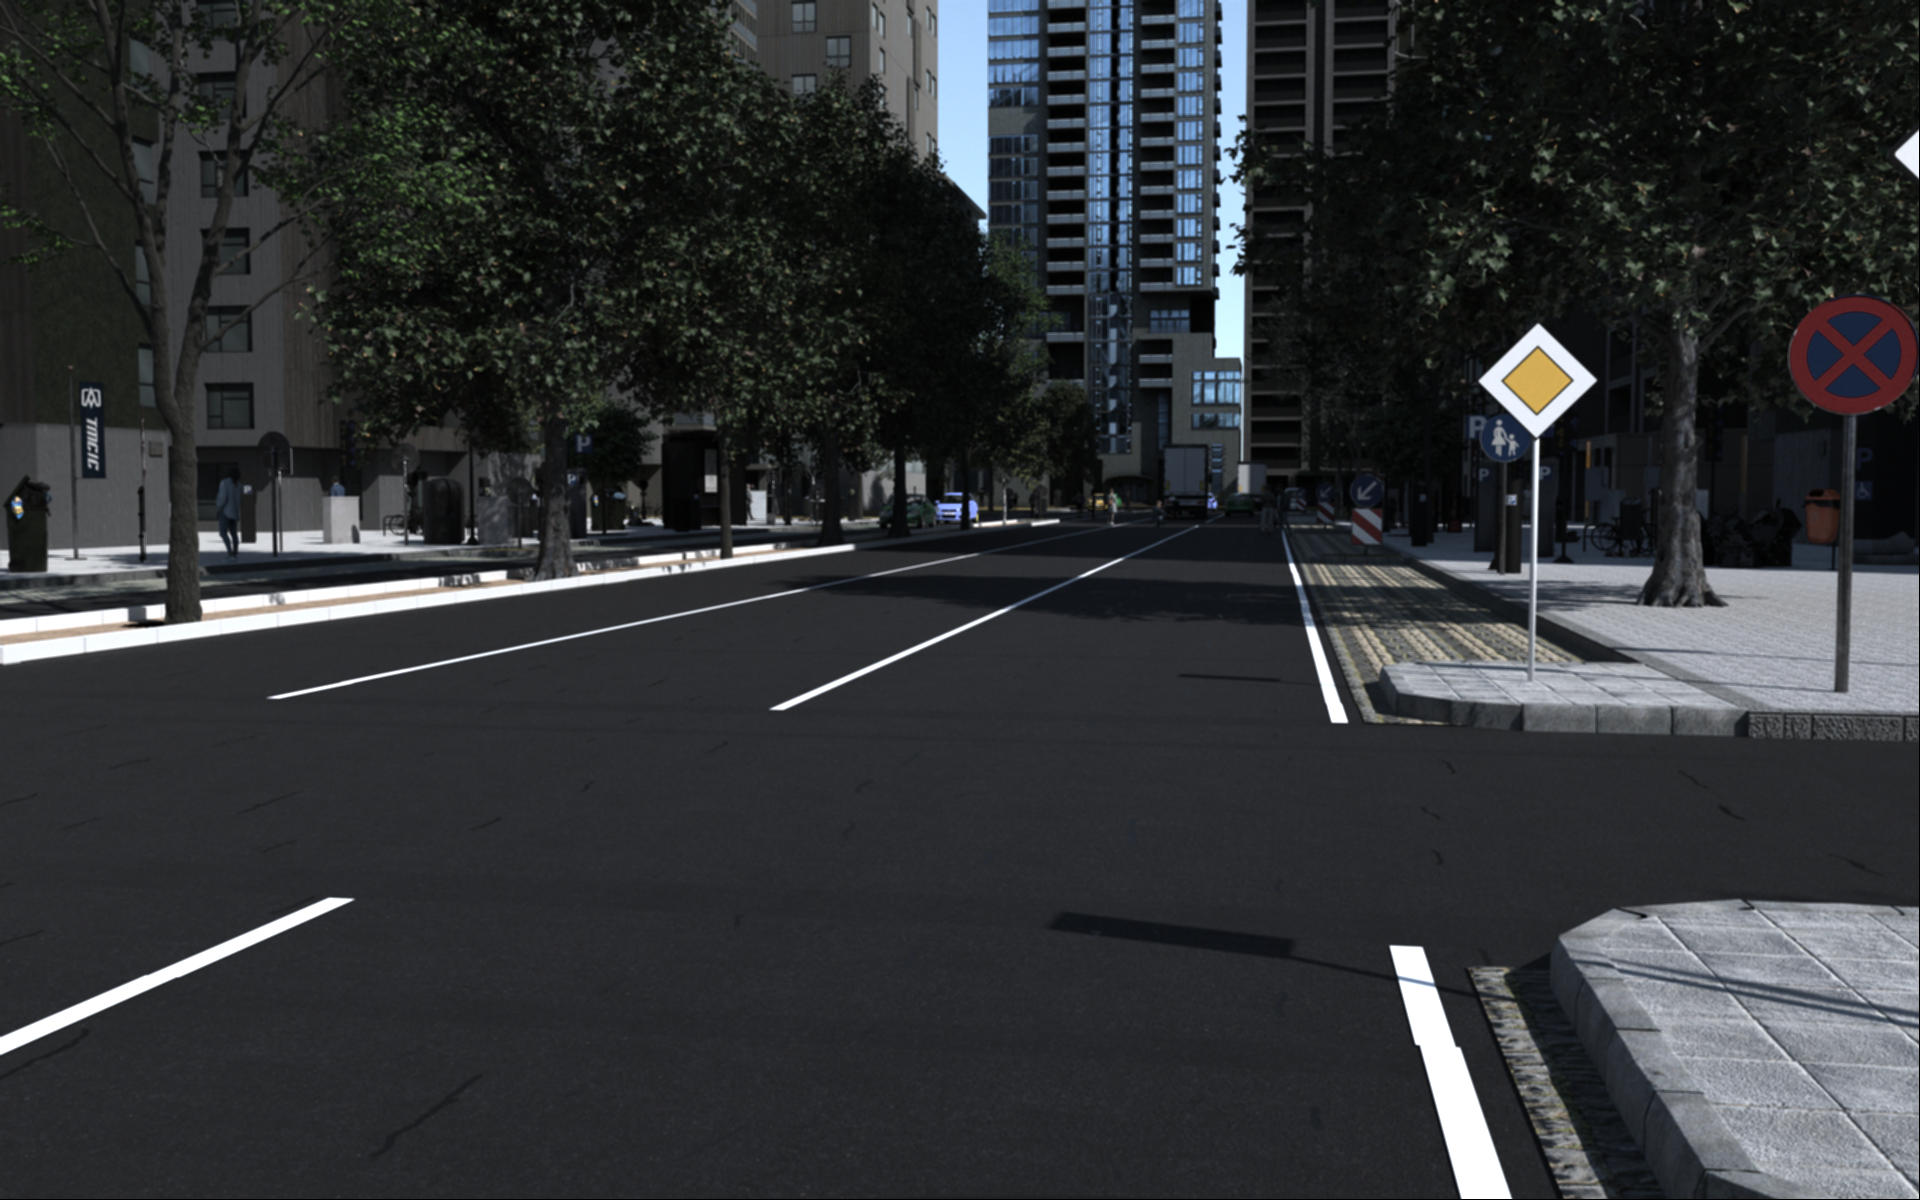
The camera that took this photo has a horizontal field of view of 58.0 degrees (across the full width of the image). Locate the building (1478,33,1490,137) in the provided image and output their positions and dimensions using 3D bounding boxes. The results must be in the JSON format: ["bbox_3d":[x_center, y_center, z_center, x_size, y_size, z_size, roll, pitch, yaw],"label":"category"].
[{"bbox_3d":[46.650,-29.971,140.136,14.600,45.320,14.200,1,4,10],"label":"building"}]

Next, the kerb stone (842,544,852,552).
[{"bbox_3d":[-2.934,-1.288,43.279,0.120,0.150,1.000,1,4,10],"label":"kerb stone"}]

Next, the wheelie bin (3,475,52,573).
[{"bbox_3d":[-15.318,-1.259,28.492,0.693,1.594,0.980,-2,4,-25],"label":"wheelie bin"}]

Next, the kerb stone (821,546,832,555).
[{"bbox_3d":[-3.294,-1.166,41.266,0.120,0.150,1.000,1,4,10],"label":"kerb stone"}]

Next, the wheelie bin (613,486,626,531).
[{"bbox_3d":[-12.200,-3.249,61.025,0.980,1.594,0.693,1,4,20],"label":"wheelie bin"}]

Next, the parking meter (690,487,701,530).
[{"bbox_3d":[-9.349,-3.233,61.268,0.372,1.533,0.369,0,3,0],"label":"parking meter"}]

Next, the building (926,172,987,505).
[{"bbox_3d":[-10.892,-31.097,200.315,23.993,40.220,32.217,1,4,10],"label":"building"}]

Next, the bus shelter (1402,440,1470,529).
[{"bbox_3d":[16.370,-4.054,60.213,2.014,3.302,5.546,1,4,10],"label":"bus shelter"}]

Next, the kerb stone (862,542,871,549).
[{"bbox_3d":[-2.570,-1.413,45.292,0.120,0.150,1.000,1,4,10],"label":"kerb stone"}]

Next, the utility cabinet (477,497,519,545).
[{"bbox_3d":[-11.745,-2.014,44.085,1.020,1.237,0.306,0,4,-7],"label":"utility cabinet"}]

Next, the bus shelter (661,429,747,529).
[{"bbox_3d":[-9.541,-4.574,66.075,1.731,3.624,6.357,1,4,10],"label":"bus shelter"}]

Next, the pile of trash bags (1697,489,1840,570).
[{"bbox_3d":[14.046,-1.266,30.450,1.912,1.369,3.447,-1,4,-20],"label":"pile of trash bags"}]

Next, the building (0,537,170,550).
[{"bbox_3d":[-28.180,-16.262,37.587,14.160,30.474,14.107,1,4,10],"label":"building"}]

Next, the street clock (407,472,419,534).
[{"bbox_3d":[-17.639,-3.133,55.801,0.358,2.002,0.471,1,4,10],"label":"street clock"}]

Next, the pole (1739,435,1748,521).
[{"bbox_3d":[27.080,-4.038,59.870,0.158,3.312,0.155,0,3,0],"label":"pole"}]

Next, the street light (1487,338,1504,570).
[{"bbox_3d":[8.541,-3.462,29.142,1.470,5.913,1.316,1,4,10],"label":"street light"}]

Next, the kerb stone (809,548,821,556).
[{"bbox_3d":[-3.473,-1.104,40.253,0.120,0.150,1.000,1,4,10],"label":"kerb stone"}]

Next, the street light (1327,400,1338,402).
[{"bbox_3d":[18.716,-6.904,85.429,1.470,5.913,1.316,1,4,10],"label":"street light"}]

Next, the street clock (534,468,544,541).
[{"bbox_3d":[-11.468,-2.621,47.424,0.358,2.002,0.471,0,4,-2],"label":"street clock"}]

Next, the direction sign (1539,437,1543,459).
[{"bbox_3d":[13.205,-2.863,38.809,0.379,3.537,0.876,-3,5,-39],"label":"direction sign"}]

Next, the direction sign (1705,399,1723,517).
[{"bbox_3d":[17.934,-3.012,41.245,0.876,3.537,0.379,-3,5,-43],"label":"direction sign"}]

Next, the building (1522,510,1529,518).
[{"bbox_3d":[40.775,-28.680,92.625,21.300,48.544,21.600,1,4,10],"label":"building"}]

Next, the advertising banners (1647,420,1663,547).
[{"bbox_3d":[16.838,-2.796,41.898,0.090,3.025,2.074,1,4,15],"label":"advertising banners"}]

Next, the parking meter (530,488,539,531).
[{"bbox_3d":[-14.815,-3.179,60.395,0.372,1.533,0.369,0,3,0],"label":"parking meter"}]

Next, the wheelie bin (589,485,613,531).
[{"bbox_3d":[-12.444,-3.173,59.785,0.693,1.594,0.980,-1,4,-13],"label":"wheelie bin"}]

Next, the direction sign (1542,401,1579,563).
[{"bbox_3d":[11.267,-2.461,32.231,0.876,3.537,0.379,-3,5,-44],"label":"direction sign"}]

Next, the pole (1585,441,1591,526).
[{"bbox_3d":[24.196,-4.460,66.766,0.158,3.312,0.155,0,3,0],"label":"pole"}]

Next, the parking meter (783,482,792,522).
[{"bbox_3d":[-8.053,-4.600,80.925,0.399,1.863,0.255,-2,4,-32],"label":"parking meter"}]

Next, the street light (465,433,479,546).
[{"bbox_3d":[-11.634,-4.305,42.935,1.470,5.913,1.316,1,4,10],"label":"street light"}]

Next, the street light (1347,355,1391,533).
[{"bbox_3d":[13.699,-5.213,57.780,1.470,5.913,1.316,1,4,10],"label":"street light"}]

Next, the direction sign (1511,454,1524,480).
[{"bbox_3d":[26.542,-5.536,82.511,0.379,3.537,0.876,-1,4,-17],"label":"direction sign"}]

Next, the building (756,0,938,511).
[{"bbox_3d":[-17.084,-33.990,144.982,27.495,52.752,28.713,1,4,10],"label":"building"}]

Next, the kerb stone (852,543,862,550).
[{"bbox_3d":[-2.751,-1.351,44.285,0.120,0.150,1.000,1,4,10],"label":"kerb stone"}]

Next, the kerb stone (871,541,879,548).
[{"bbox_3d":[-2.393,-1.474,46.299,0.120,0.150,1.000,1,4,10],"label":"kerb stone"}]

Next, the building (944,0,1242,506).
[{"bbox_3d":[15.523,-53.686,190.439,31.000,86.520,22.319,1,4,10],"label":"building"}]

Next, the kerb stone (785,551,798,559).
[{"bbox_3d":[-3.835,-0.980,38.239,0.120,0.150,1.000,1,4,10],"label":"kerb stone"}]

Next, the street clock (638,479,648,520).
[{"bbox_3d":[-15.616,-4.948,85.469,0.471,2.002,0.358,0,4,-8],"label":"street clock"}]

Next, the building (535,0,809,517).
[{"bbox_3d":[-25.891,-25.338,106.164,32.217,40.220,23.993,1,4,10],"label":"building"}]

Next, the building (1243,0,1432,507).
[{"bbox_3d":[41.187,-45.717,185.729,20.611,71.187,20.563,1,4,10],"label":"building"}]

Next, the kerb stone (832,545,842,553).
[{"bbox_3d":[-3.112,-1.228,42.272,0.120,0.150,1.000,1,4,10],"label":"kerb stone"}]

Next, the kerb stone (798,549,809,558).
[{"bbox_3d":[-3.662,-1.040,39.248,0.120,0.150,1.000,1,4,10],"label":"kerb stone"}]

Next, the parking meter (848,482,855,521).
[{"bbox_3d":[-5.124,-4.651,81.754,0.255,1.863,0.399,-1,4,-17],"label":"parking meter"}]

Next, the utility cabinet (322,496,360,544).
[{"bbox_3d":[-15.984,-2.053,44.727,0.306,1.237,1.020,2,4,24],"label":"utility cabinet"}]

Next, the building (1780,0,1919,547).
[{"bbox_3d":[29.313,-16.833,46.915,14.160,30.474,14.107,1,4,10],"label":"building"}]

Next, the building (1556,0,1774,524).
[{"bbox_3d":[37.102,-38.639,69.994,20.563,71.187,20.611,1,4,10],"label":"building"}]

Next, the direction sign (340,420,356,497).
[{"bbox_3d":[-18.771,-3.742,53.175,0.876,3.537,0.379,3,5,42],"label":"direction sign"}]

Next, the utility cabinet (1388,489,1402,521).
[{"bbox_3d":[20.505,-4.444,81.339,1.173,1.500,0.318,-2,4,-24],"label":"utility cabinet"}]

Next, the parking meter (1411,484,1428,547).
[{"bbox_3d":[11.259,-2.080,42.423,0.372,1.533,0.369,0,3,0],"label":"parking meter"}]

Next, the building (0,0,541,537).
[{"bbox_3d":[-25.032,-17.852,63.578,14.160,30.474,14.107,1,4,10],"label":"building"}]

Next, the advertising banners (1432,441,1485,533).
[{"bbox_3d":[16.346,-3.736,57.276,2.074,3.025,0.090,1,4,12],"label":"advertising banners"}]

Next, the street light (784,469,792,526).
[{"bbox_3d":[-6.504,-5.995,70.564,1.470,5.913,1.316,1,4,10],"label":"street light"}]

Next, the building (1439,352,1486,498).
[{"bbox_3d":[48.135,-16.709,118.229,27.650,21.520,28.899,1,4,10],"label":"building"}]

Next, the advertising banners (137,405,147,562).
[{"bbox_3d":[-15.749,-2.273,33.350,0.090,3.025,2.074,-1,4,-23],"label":"advertising banners"}]

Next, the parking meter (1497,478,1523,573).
[{"bbox_3d":[8.922,-1.204,28.101,0.372,1.533,0.369,0,3,0],"label":"parking meter"}]

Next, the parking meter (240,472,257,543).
[{"bbox_3d":[-18.635,-2.426,45.378,0.399,1.863,0.255,-1,4,-20],"label":"parking meter"}]

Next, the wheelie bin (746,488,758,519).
[{"bbox_3d":[-10.517,-4.870,87.526,0.980,1.594,0.693,2,4,26],"label":"wheelie bin"}]

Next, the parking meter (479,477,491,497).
[{"bbox_3d":[-15.979,-3.214,58.263,0.399,1.863,0.255,3,5,43],"label":"parking meter"}]
